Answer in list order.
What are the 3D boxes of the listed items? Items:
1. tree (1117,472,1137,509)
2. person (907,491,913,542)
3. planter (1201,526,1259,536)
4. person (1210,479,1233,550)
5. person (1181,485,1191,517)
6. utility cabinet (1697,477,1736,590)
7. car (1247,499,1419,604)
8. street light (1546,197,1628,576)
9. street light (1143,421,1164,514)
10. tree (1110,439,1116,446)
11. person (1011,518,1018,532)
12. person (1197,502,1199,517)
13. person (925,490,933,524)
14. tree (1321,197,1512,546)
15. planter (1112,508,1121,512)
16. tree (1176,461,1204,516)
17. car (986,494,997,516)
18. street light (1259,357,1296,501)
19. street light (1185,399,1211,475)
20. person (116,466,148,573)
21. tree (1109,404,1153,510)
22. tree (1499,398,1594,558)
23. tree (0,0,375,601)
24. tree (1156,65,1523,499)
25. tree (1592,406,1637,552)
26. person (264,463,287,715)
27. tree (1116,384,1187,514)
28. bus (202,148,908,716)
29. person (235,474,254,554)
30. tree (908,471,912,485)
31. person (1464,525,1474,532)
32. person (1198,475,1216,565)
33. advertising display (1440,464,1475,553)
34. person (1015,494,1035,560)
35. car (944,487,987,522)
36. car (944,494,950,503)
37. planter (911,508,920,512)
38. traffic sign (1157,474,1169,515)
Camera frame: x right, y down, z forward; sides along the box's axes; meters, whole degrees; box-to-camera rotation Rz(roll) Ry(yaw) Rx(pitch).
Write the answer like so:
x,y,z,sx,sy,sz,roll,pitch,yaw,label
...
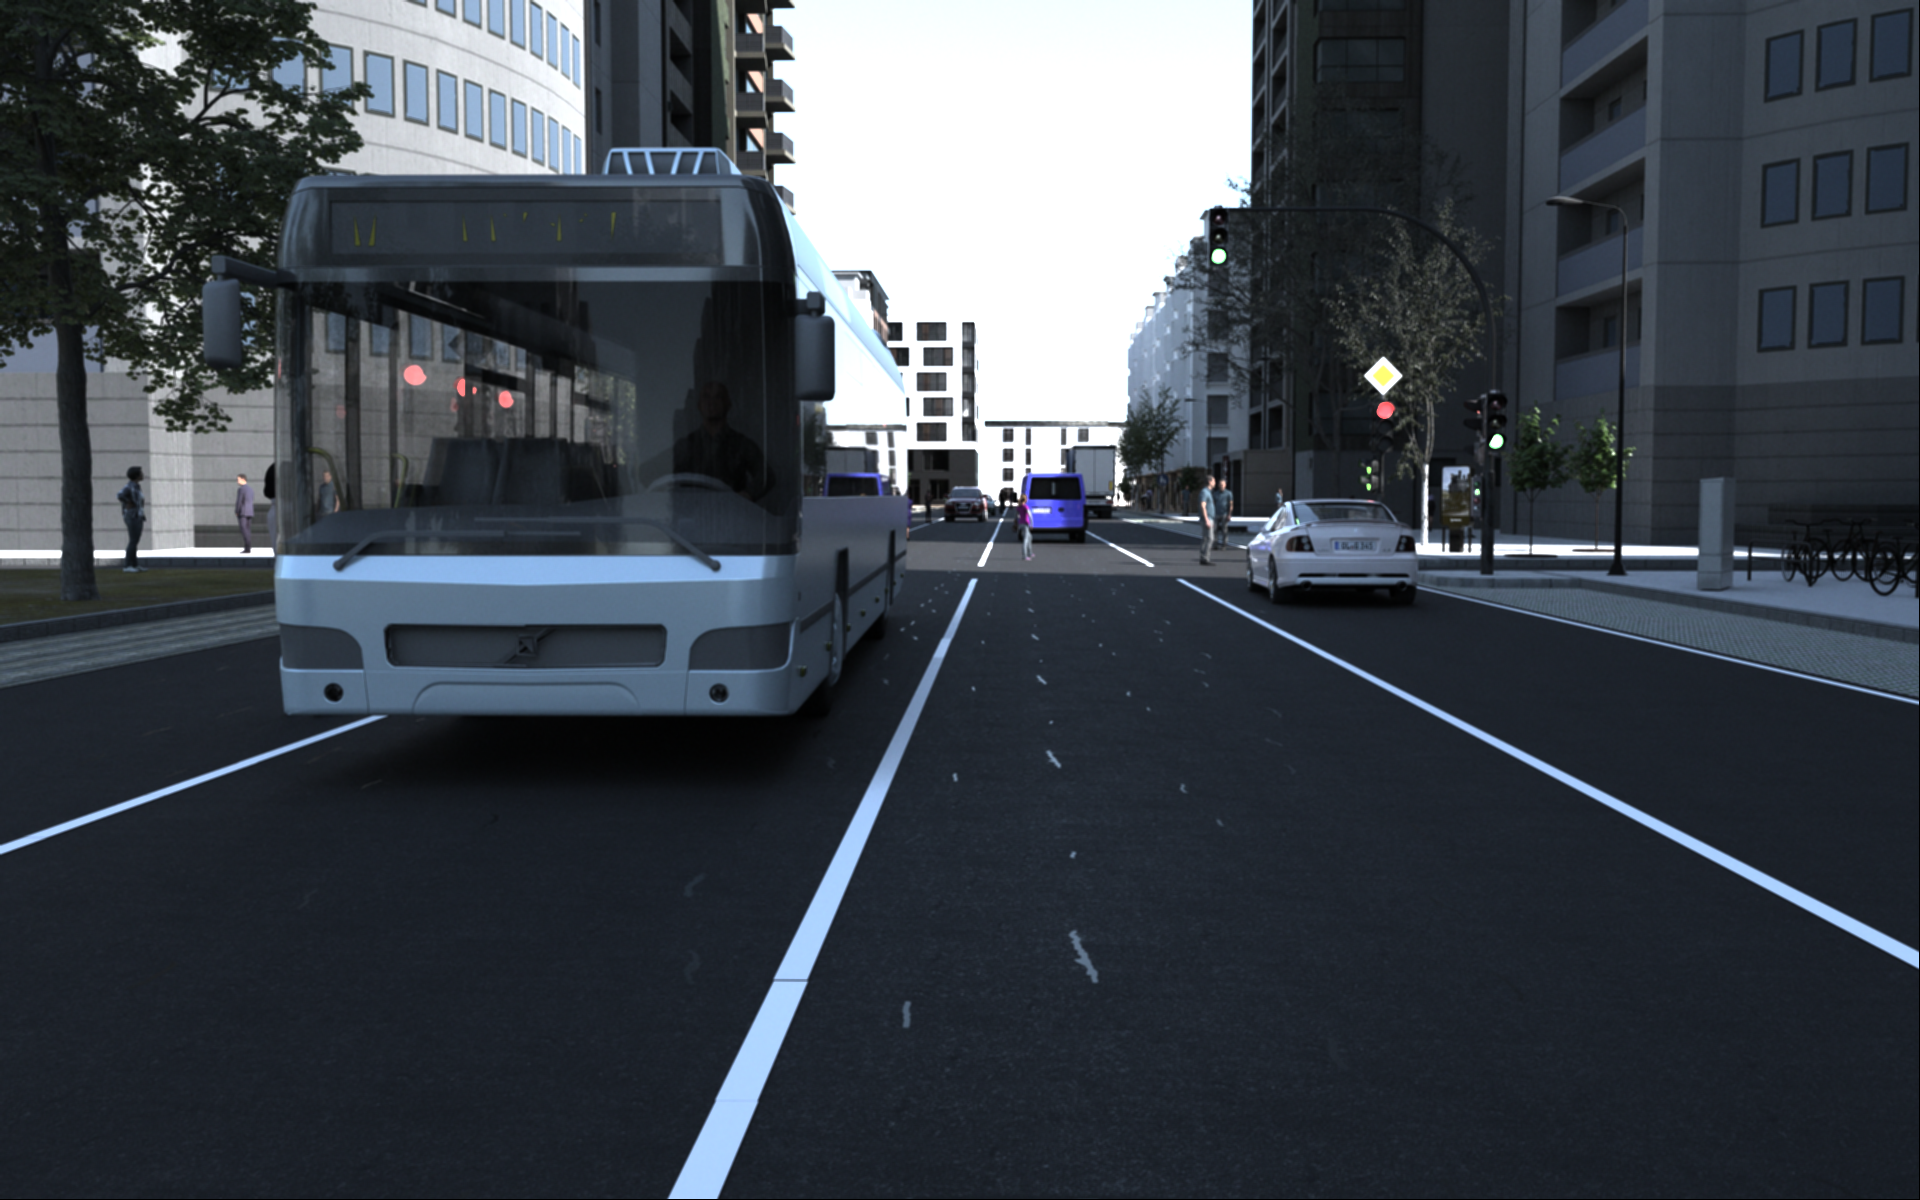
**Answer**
x,y,z,sx,sy,sz,roll,pitch,yaw,label
14.528,-9.674,152.776,1.663,3.219,1.824,0,3,0,tree
-1.672,-2.521,52.089,0.453,1.535,0.546,-3,5,-44,person
9.414,-2.391,60.230,1.991,0.319,1.994,0,4,2,planter
6.643,-2.177,44.227,0.598,1.807,0.434,3,5,43,person
12.697,-5.569,97.229,0.598,1.807,0.434,-1,4,-10,person
10.207,-0.900,23.389,0.318,1.500,1.173,2,4,31,utility cabinet
5.077,-0.710,23.971,2.083,1.381,4.827,0,4,3,car
9.860,-3.346,27.242,1.470,5.913,1.316,0,4,2,street light
12.327,-8.410,110.042,1.470,5.913,1.316,0,4,2,street light
13.714,-11.249,134.290,4.737,8.622,4.395,0,3,0,tree
2.166,-2.856,65.676,0.381,0.543,0.357,2,4,28,person
13.398,-4.987,95.507,0.695,0.859,0.347,-1,4,-13,person
-1.465,-4.542,84.225,0.593,1.643,0.415,3,5,40,person
11.246,-5.643,42.633,4.360,8.622,3.978,0,3,0,tree
11.834,-7.196,138.793,1.991,0.319,1.994,0,4,2,planter
13.441,-6.513,101.094,1.663,3.219,1.824,0,3,0,tree
1.436,-6.377,116.056,2.131,1.459,4.920,0,3,0,car
10.808,-5.278,58.837,1.470,5.913,1.316,0,4,2,street light
11.647,-6.851,84.551,1.470,5.913,1.316,0,4,2,street light
-13.625,-1.331,28.524,0.376,1.734,0.841,-1,4,-9,person
14.127,-11.725,142.069,4.360,8.622,3.978,0,3,0,tree
11.553,-2.472,35.018,1.663,3.219,1.824,0,3,0,tree
-11.138,-6.269,20.620,7.486,12.596,7.792,0,3,0,tree
11.001,-8.589,50.799,12.009,13.543,11.850,0,3,0,tree
14.206,-2.677,38.371,1.663,3.219,1.824,0,3,0,tree
-4.204,-0.082,11.296,0.566,1.644,0.517,0,4,0,person
12.830,-9.993,113.740,4.737,8.622,4.395,0,3,0,tree
-1.998,-1.169,13.977,2.948,3.499,13.247,0,4,1,bus
-15.430,-1.859,37.361,0.530,1.710,0.541,1,4,20,person
-6.070,-10.635,157.602,4.285,4.588,4.351,0,3,0,tree
17.101,-2.552,58.245,0.381,0.543,0.357,0,4,7,person
5.027,-1.614,35.012,0.434,1.807,0.598,2,4,24,person
10.910,-2.006,38.009,0.123,1.923,0.974,-2,4,-25,advertising display
1.506,-1.597,37.845,0.776,1.435,0.726,-3,5,-41,person
0.333,-5.043,91.130,2.281,1.827,5.304,0,4,4,car
-0.453,-9.030,159.445,2.131,1.459,4.920,0,4,0,car
-4.176,-7.137,137.831,1.991,0.319,1.994,0,4,2,planter
12.618,-6.583,107.730,0.768,2.556,0.104,1,4,10,traffic sign
